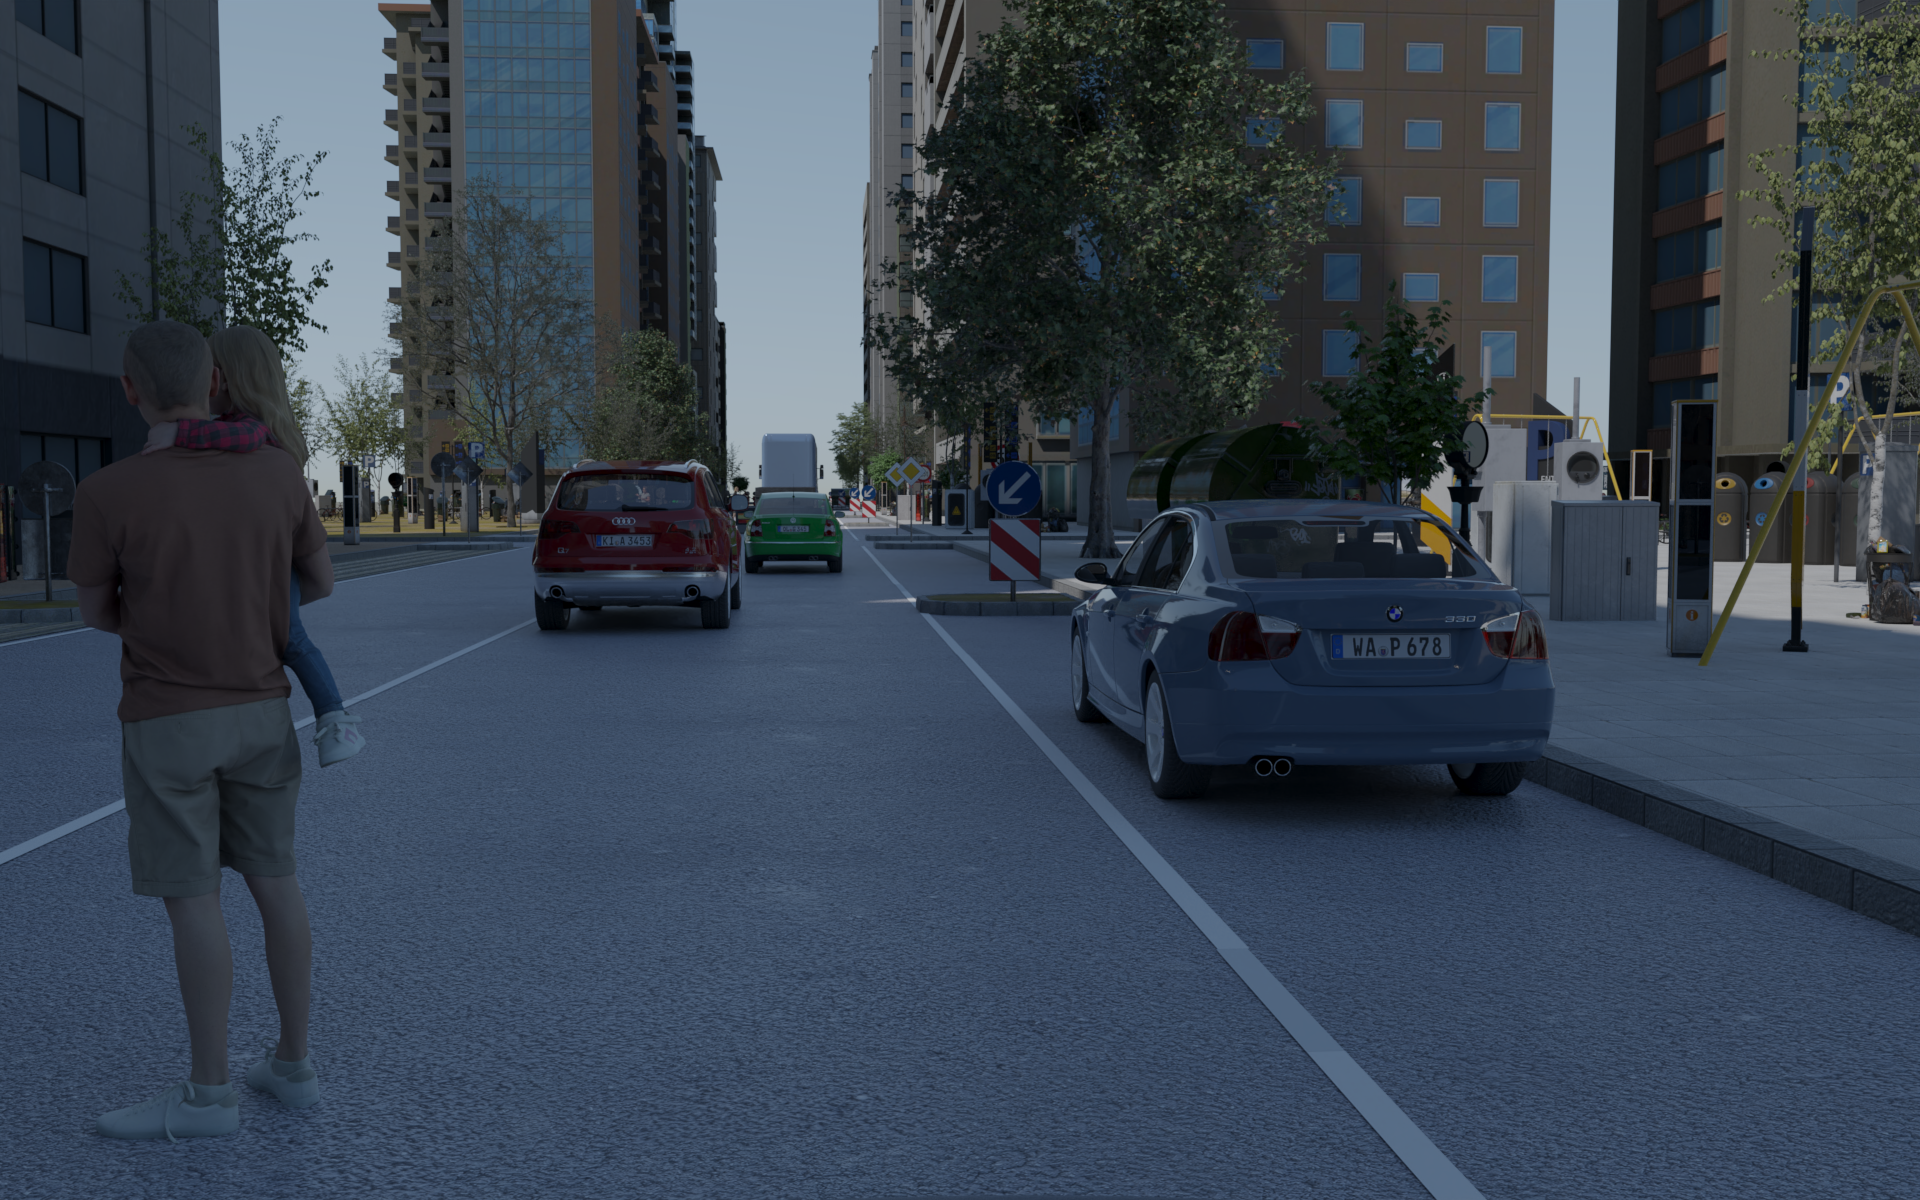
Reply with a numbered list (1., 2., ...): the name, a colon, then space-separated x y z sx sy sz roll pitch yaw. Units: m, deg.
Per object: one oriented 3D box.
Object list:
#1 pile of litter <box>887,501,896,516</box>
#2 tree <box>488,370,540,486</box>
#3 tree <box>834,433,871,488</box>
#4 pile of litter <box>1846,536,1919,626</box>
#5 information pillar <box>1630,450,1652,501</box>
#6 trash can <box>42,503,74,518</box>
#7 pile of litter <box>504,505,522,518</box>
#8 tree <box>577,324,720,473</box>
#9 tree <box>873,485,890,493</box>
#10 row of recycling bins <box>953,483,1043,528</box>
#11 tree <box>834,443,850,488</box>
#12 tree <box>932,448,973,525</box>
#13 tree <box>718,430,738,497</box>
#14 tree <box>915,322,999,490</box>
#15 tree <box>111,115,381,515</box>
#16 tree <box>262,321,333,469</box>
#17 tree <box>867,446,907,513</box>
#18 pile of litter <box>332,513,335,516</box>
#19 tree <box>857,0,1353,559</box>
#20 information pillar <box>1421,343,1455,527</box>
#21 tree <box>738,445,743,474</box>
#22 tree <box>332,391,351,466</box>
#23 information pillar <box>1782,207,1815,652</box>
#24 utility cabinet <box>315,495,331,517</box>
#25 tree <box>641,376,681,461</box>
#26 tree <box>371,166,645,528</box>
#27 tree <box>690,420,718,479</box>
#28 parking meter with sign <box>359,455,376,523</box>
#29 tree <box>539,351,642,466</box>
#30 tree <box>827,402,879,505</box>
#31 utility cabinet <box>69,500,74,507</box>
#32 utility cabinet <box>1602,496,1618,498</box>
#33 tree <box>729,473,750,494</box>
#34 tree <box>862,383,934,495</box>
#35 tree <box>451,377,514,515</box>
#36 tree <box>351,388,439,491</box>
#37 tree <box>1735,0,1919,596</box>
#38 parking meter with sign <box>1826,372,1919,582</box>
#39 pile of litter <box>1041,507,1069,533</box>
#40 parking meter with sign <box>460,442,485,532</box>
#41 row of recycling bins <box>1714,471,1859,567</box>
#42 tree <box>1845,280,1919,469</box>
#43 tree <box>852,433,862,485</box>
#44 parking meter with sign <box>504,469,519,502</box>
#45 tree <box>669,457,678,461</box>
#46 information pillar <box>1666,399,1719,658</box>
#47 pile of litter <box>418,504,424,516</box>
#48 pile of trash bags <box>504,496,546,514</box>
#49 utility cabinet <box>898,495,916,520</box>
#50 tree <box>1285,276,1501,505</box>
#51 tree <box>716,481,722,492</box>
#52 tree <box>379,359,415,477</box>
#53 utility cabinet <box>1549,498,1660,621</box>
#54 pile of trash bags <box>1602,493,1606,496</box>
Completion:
1. pile of litter: -3.632 -5.308 100.750 1.176 0.858 1.719 -2 4 -29
2. tree: -23.237 -8.911 96.054 4.360 8.622 3.978 0 3 0
3. tree: -12.255 -15.289 200.338 4.737 8.622 4.395 0 3 0
4. pile of litter: 9.634 -0.216 17.502 1.176 0.858 1.719 2 4 24
5. information pillar: 11.422 -1.504 29.088 0.304 2.012 0.304 1 4 15
6. trash can: -14.613 -1.014 28.233 0.748 1.137 0.748 0 3 0
7. pile of litter: -23.677 -4.784 92.183 1.719 0.858 1.176 -2 4 -29
8. tree: -21.026 -12.220 116.813 9.611 12.733 9.660 0 3 0
9. tree: -6.513 -9.166 144.468 1.663 3.219 1.824 0 3 0
10. row of recycling bins: 1.388 -3.530 64.831 3.534 1.692 1.069 1 4 17
11. tree: -14.571 -17.116 230.206 4.360 8.622 3.978 0 3 0
12. tree: -0.248 -4.769 72.567 1.663 3.219 1.824 0 3 0
13. tree: -26.516 -14.246 183.277 4.360 8.622 3.978 0 3 0
14. tree: -0.078 -7.095 66.358 4.737 8.622 4.395 0 3 0
15. tree: -14.161 -5.107 33.868 4.737 8.622 4.395 0 3 0
16. tree: -30.312 -7.600 74.625 4.360 8.622 3.978 0 3 0
17. tree: -4.635 -8.165 117.219 4.285 4.588 4.351 0 3 0
18. pile of litter: -37.705 -5.397 102.199 1.719 0.858 1.176 0 4 8
19. tree: 2.837 -7.179 34.389 9.611 12.733 9.660 0 3 0
20. information pillar: 7.487 -2.186 27.099 0.504 3.616 0.183 2 4 30
21. tree: -32.256 -17.800 241.388 4.360 8.622 3.978 0 3 0
22. tree: -41.091 -9.633 107.860 4.360 8.622 3.978 0 3 0
23. information pillar: 6.820 -1.387 14.032 0.183 3.616 0.504 2 4 27
24. utility cabinet: -35.475 -5.219 96.486 0.306 1.237 1.020 1 4 19
25. tree: -19.878 -9.576 106.924 4.360 8.622 3.978 0 3 0
26. tree: -17.359 -9.522 66.050 12.009 13.543 11.850 0 3 0
27. tree: -24.962 -12.753 158.878 4.360 8.622 3.978 0 3 0
28. parking meter with sign: -26.974 -5.031 78.511 0.543 3.016 1.738 -2 4 -33
29. tree: -18.557 -8.375 87.299 4.360 8.622 3.978 0 3 0
30. tree: -12.413 -17.986 212.194 7.486 12.596 7.792 0 3 0
31. utility cabinet: -15.144 -1.171 30.308 1.020 1.237 0.306 -1 4 -18
32. utility cabinet: 25.796 -3.564 69.431 0.306 1.237 1.020 -3 5 -42
33. tree: -33.967 -17.336 267.160 4.285 4.588 4.351 0 3 0
34. tree: -3.097 -9.714 109.182 4.360 8.622 3.978 0 3 0
35. tree: -29.479 -9.569 106.813 4.737 8.622 4.395 0 3 0
36. tree: -36.754 -10.000 113.858 4.360 8.622 3.978 0 3 0
37. tree: 11.744 -4.367 21.760 4.737 8.622 4.395 0 3 0
38. parking meter with sign: 13.529 -1.770 25.205 1.738 3.016 0.543 -1 4 -11
39. pile of litter: 2.928 -2.696 58.037 1.719 0.858 1.176 -2 4 -26
40. parking meter with sign: -16.621 -3.826 58.816 0.543 3.016 1.738 -2 4 -30
41. row of recycling bins: 15.337 -1.515 31.882 1.069 1.692 3.534 -2 4 -33
42. tree: 25.015 -5.711 43.743 4.360 8.622 3.978 0 3 0
43. tree: -5.987 -11.432 137.278 4.360 8.622 3.978 0 3 0
44. parking meter with sign: -30.097 -7.435 117.829 1.738 3.016 0.543 2 4 24
45. tree: -23.845 -9.823 144.315 4.285 4.588 4.351 0 3 0
46. information pillar: 5.760 -0.559 13.635 0.304 2.012 0.304 1 4 15
47. pile of litter: -31.663 -5.364 101.668 1.176 0.858 1.719 -1 4 -11
48. pile of trash bags: -25.581 -5.660 102.295 3.447 1.369 1.912 3 5 40
49. utility cabinet: -2.602 -4.528 85.200 1.020 1.237 0.306 1 4 12
50. tree: 3.889 -1.280 15.536 1.663 3.219 1.824 0 3 0
51. tree: -28.811 -12.700 202.247 1.663 3.219 1.824 0 3 0
52. tree: -30.882 -8.478 88.984 4.737 8.622 4.395 0 3 0
53. utility cabinet: 6.546 -0.394 17.596 1.020 1.237 0.306 0 4 -6
54. pile of trash bags: 41.717 -6.077 109.118 3.447 1.369 1.912 -1 4 -9
